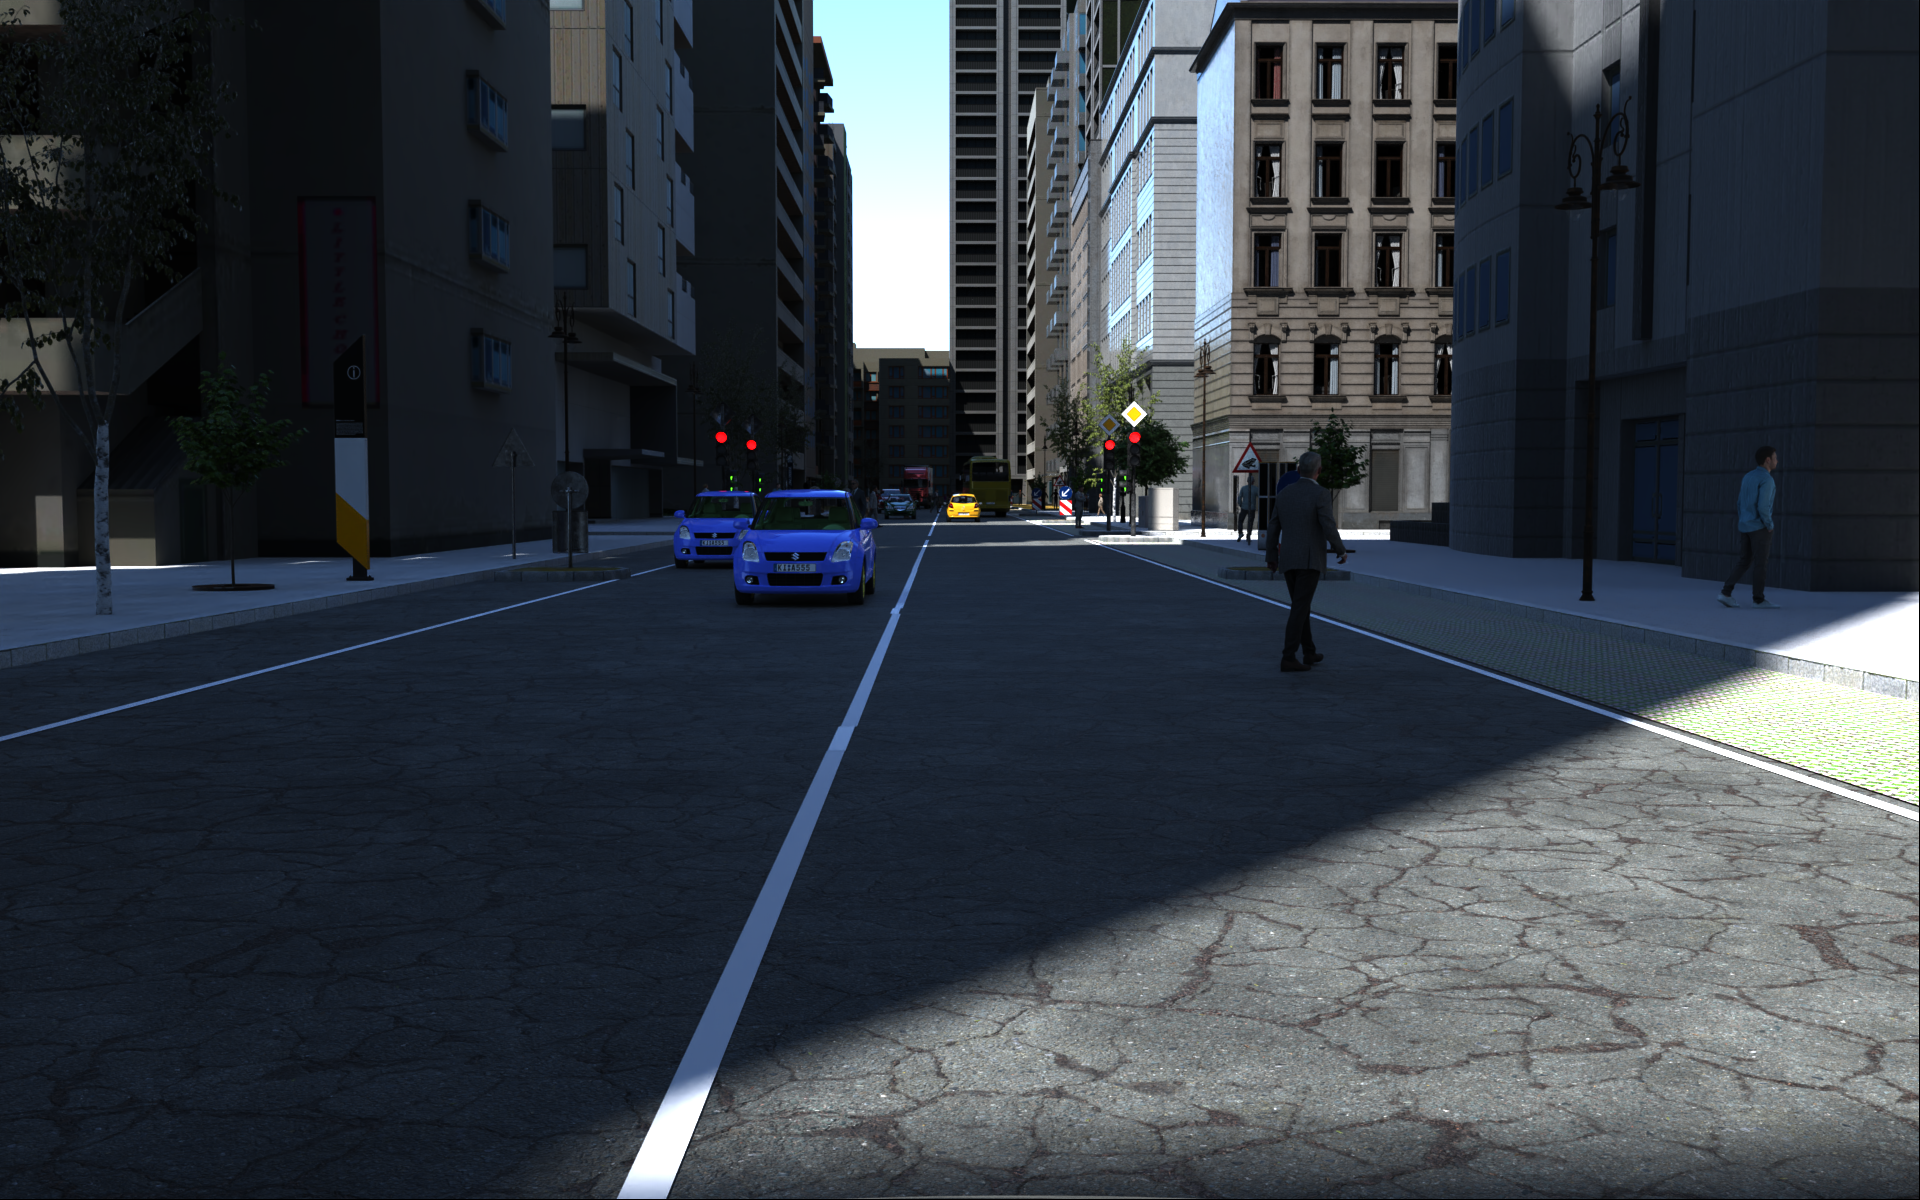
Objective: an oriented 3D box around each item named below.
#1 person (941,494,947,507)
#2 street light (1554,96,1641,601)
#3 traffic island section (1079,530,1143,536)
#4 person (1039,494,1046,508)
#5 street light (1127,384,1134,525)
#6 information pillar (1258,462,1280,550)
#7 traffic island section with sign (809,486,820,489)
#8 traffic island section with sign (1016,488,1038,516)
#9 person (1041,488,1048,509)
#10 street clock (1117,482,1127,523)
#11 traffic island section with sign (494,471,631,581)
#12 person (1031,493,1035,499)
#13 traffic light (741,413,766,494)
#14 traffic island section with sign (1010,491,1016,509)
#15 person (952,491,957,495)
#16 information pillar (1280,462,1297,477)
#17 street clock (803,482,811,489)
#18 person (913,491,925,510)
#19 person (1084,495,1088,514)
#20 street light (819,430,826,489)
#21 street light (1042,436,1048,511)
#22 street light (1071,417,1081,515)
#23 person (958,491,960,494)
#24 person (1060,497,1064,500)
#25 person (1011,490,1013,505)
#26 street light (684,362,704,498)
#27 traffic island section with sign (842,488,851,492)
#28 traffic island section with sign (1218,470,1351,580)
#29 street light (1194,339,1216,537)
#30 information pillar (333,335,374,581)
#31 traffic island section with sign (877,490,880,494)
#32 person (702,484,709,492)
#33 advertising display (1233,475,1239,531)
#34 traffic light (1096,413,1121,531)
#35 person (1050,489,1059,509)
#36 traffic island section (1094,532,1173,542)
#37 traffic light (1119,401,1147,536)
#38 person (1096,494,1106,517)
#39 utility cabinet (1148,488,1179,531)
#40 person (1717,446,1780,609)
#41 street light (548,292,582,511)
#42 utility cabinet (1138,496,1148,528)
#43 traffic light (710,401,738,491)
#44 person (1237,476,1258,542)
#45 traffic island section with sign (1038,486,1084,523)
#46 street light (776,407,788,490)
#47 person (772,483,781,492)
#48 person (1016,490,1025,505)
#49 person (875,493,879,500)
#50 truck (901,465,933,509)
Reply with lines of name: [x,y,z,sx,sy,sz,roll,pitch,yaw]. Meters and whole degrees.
person: [-1.644,-11.085,192.962,0.991,1.433,0.599,1,4,19]
street light: [7.555,-2.930,20.685,0.468,5.910,1.993,0,4,0]
traffic island section: [5.211,-2.334,60.449,2.009,0.180,2.903,0,4,0]
person: [7.387,-9.050,154.151,0.705,1.807,1.348,-1,4,-22]
street light: [7.182,-6.112,72.712,0.468,5.910,1.993,0,4,0]
information pillar: [7.002,-2.140,39.477,0.304,2.012,0.304,-3,5,-43]
traffic island section with sign: [-7.082,-4.669,84.967,1.989,1.847,2.006,0,4,0]
traffic island section with sign: [4.823,-6.323,112.002,1.989,1.847,2.006,0,4,0]
person: [6.923,-8.483,144.757,1.348,1.821,0.705,-3,5,-40]
street clock: [7.249,-4.429,76.990,0.471,2.002,0.358,-1,4,-18]
traffic island section with sign: [-6.671,-1.269,29.378,1.989,1.847,2.006,0,4,0]
person: [7.093,-9.771,166.517,0.721,1.735,1.217,1,4,21]
traffic light: [-7.190,-4.361,60.228,0.839,4.253,0.868,0,4,0]
traffic island section with sign: [4.453,-9.393,162.201,1.989,1.847,2.006,0,4,0]
person: [-0.460,-9.155,158.859,0.551,1.740,0.621,1,4,11]
information pillar: [7.487,-2.144,39.550,0.304,2.012,0.304,-1,4,-20]
street clock: [-9.450,-6.264,106.983,0.471,2.002,0.358,3,5,44]
person: [-3.807,-9.166,158.883,1.217,1.766,0.721,2,4,29]
person: [8.166,-6.238,112.698,0.362,1.253,0.373,0,4,-2]
street light: [-9.669,-9.143,122.273,0.468,5.910,1.993,0,4,0]
street light: [6.617,-9.927,135.100,0.468,5.910,1.993,0,4,0]
street light: [6.960,-8.017,103.870,0.468,5.910,1.993,0,4,0]
person: [-0.073,-8.726,152.102,0.756,1.711,0.436,3,4,36]
person: [7.774,-7.586,131.887,0.330,1.601,0.589,-2,4,-31]
person: [6.095,-12.202,205.564,0.705,1.821,1.348,-1,4,-10]
street light: [-9.260,-5.362,60.456,0.468,5.910,1.993,0,4,0]
traffic island section with sign: [-7.289,-6.323,112.011,1.989,1.847,2.006,0,4,0]
traffic island section with sign: [5.450,-1.274,29.458,1.989,1.847,2.006,0,4,0]
street light: [7.274,-4.821,51.603,0.468,5.910,1.993,0,4,0]
information pillar: [-8.974,-2.093,25.577,0.504,3.616,0.183,0,4,7]
traffic island section with sign: [-7.862,-11.037,189.075,1.989,1.847,2.006,0,4,0]
person: [-12.539,-4.832,85.273,0.478,1.798,0.641,3,5,39]
advertising display: [9.546,-3.346,59.919,0.123,1.923,0.974,1,4,13]
traffic light: [5.170,-4.368,60.335,0.839,4.253,0.868,0,4,0]
person: [8.122,-8.517,146.114,1.217,1.723,0.721,2,4,35]
traffic island section: [5.270,-1.846,52.465,2.009,0.180,2.903,0,4,0]
traffic light: [5.230,-3.879,52.350,0.839,4.253,0.868,0,4,0]
person: [7.997,-5.378,98.238,0.640,1.303,0.475,-1,4,-18]
utility cabinet: [7.101,-3.164,60.414,0.318,1.500,1.173,-3,5,-41]
person: [8.893,-0.821,19.493,0.620,1.820,0.660,0,4,-7]
street light: [-9.028,-4.095,39.744,0.468,5.910,1.993,0,4,0]
utility cabinet: [7.075,-3.366,66.202,0.306,1.237,1.020,-1,4,-9]
traffic light: [-7.131,-3.873,52.243,0.839,4.253,0.868,0,4,0]
person: [7.839,-2.443,46.475,0.782,1.767,0.515,1,4,12]
traffic island section with sign: [5.026,-4.674,85.047,1.989,1.847,2.006,0,4,0]
street light: [-9.399,-7.260,91.491,0.468,5.910,1.993,0,4,0]
person: [-9.165,-4.975,87.242,0.638,1.841,0.748,1,4,10]
person: [7.222,-12.325,207.585,1.348,1.821,0.705,1,4,21]
person: [-6.744,-7.980,139.114,1.348,1.807,0.705,1,4,19]
truck: [-4.108,-11.051,169.601,2.839,4.237,11.283,0,4,2]
